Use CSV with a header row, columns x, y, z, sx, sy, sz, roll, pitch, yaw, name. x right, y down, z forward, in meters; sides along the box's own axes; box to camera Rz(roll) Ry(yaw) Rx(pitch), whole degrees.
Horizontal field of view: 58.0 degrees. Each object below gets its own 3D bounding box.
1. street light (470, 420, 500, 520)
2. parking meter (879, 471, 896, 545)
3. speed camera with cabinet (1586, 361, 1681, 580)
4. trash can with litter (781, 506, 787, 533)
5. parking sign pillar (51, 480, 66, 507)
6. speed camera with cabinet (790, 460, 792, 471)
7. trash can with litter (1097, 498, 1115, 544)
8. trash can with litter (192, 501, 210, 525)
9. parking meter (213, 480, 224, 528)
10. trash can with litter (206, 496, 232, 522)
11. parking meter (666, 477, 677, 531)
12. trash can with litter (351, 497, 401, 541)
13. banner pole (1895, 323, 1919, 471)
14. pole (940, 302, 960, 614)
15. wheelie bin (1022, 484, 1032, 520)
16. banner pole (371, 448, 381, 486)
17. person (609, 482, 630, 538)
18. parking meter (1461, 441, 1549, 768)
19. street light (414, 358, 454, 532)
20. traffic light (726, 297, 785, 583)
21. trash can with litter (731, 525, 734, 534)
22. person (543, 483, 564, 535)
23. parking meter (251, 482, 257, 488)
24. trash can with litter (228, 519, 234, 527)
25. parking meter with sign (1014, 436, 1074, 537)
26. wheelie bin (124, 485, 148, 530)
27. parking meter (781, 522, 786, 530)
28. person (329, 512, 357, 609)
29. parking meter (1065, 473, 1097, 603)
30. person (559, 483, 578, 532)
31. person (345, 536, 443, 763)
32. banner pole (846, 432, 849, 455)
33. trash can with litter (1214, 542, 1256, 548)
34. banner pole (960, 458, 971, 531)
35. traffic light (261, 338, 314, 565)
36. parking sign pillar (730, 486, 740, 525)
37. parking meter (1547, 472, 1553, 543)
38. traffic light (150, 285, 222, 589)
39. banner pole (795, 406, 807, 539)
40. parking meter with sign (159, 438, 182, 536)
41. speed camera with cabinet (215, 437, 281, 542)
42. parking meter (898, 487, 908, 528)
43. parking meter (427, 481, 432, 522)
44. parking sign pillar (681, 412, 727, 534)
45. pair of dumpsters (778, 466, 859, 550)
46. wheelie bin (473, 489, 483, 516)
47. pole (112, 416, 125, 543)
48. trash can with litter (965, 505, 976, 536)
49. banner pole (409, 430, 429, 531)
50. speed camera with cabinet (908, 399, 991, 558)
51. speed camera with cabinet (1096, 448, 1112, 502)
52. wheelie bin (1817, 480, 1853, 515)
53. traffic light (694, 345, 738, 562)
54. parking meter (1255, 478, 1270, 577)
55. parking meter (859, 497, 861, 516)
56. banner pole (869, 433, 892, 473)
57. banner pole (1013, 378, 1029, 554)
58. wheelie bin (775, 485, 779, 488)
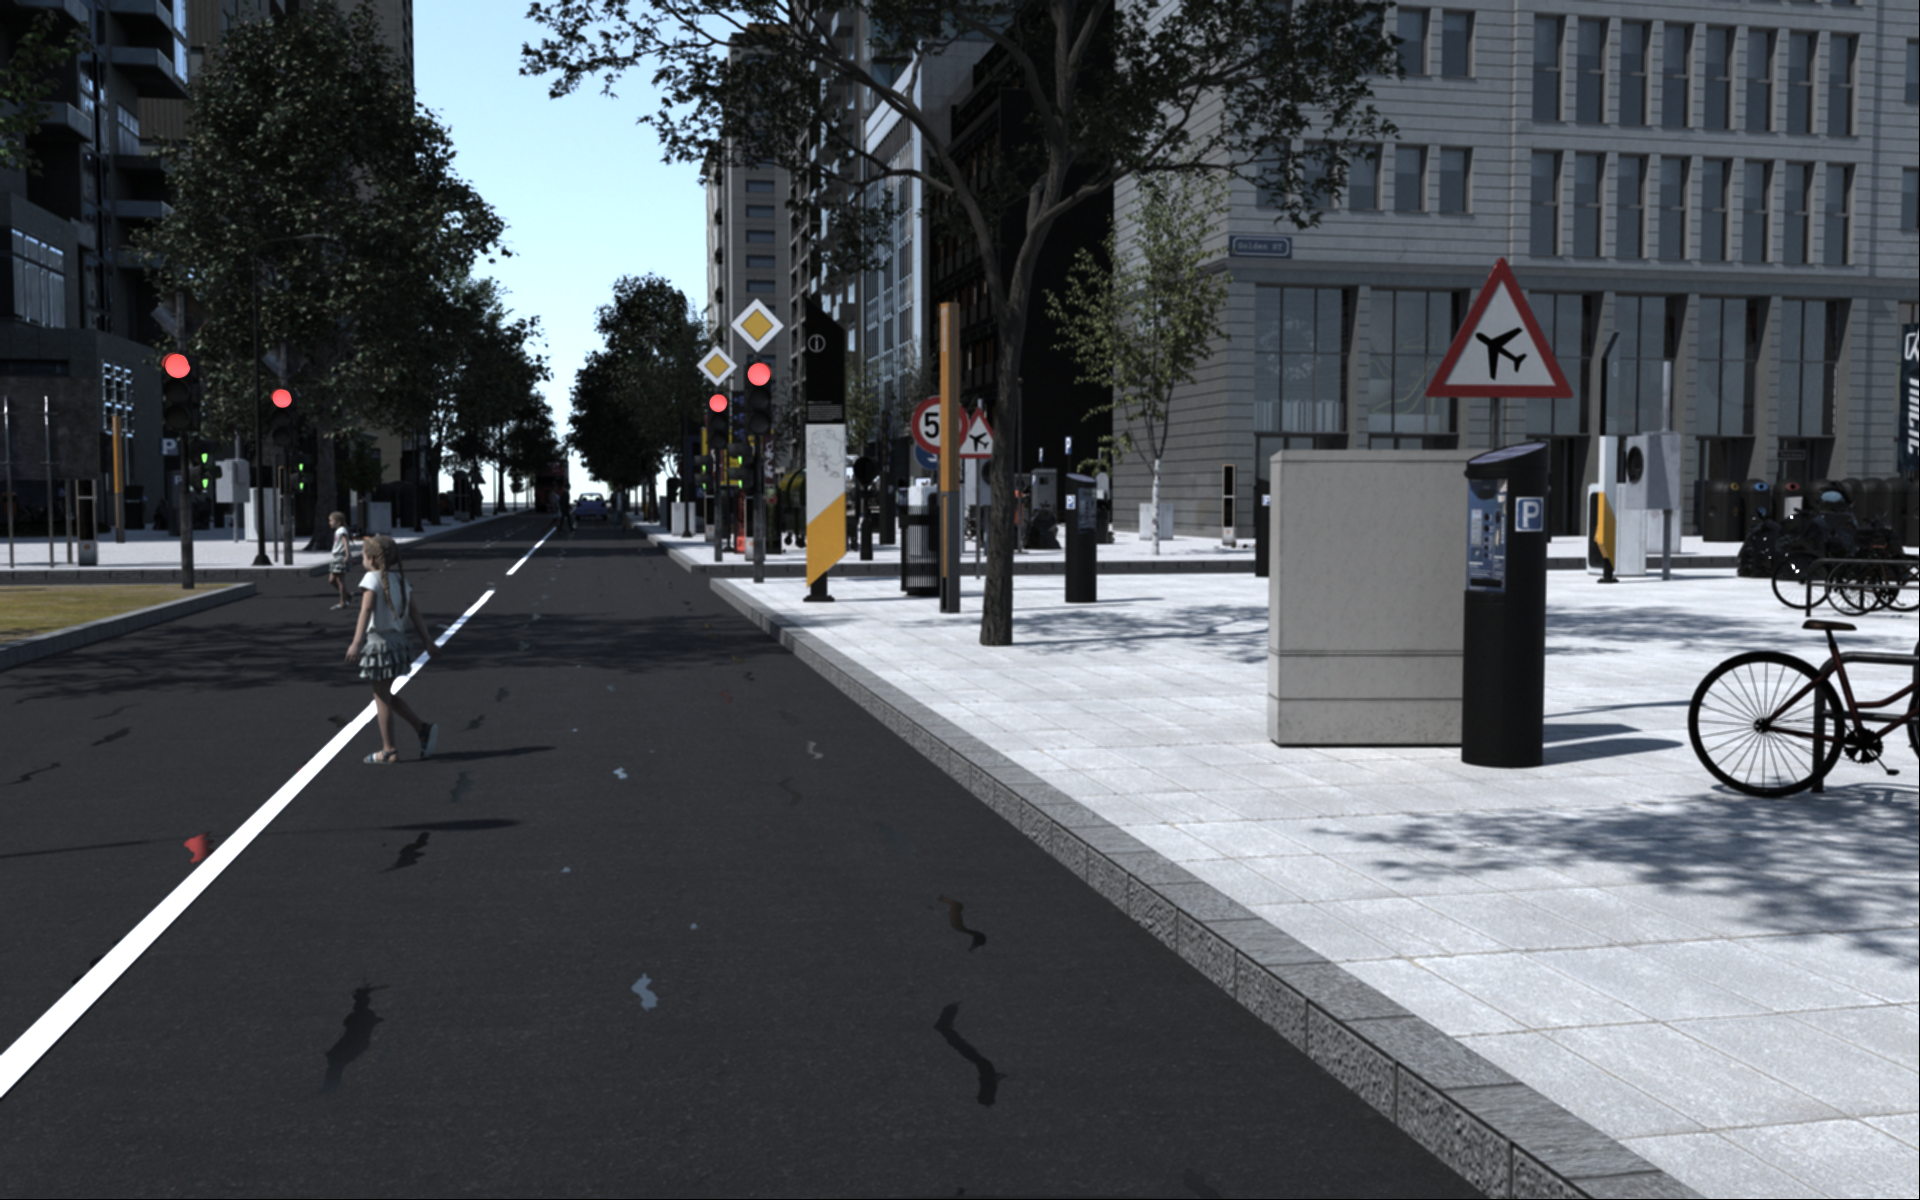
x,y,z,sx,sy,sz,roll,pitch,yaw,name
-23.472,-6.887,85.139,1.470,5.913,1.316,-1,4,-12,street light
-1.837,-2.340,43.962,0.255,1.863,0.399,3,5,42,parking meter
10.320,-1.972,26.581,0.660,3.252,2.038,0,4,-3,speed camera with cabinet
-6.352,-2.871,58.001,2.233,1.210,1.678,1,4,10,trash can with litter
-34.137,-4.724,65.702,1.447,3.967,1.447,-2,4,-33,parking sign pillar
-9.236,-6.434,99.525,0.660,3.252,2.038,-2,4,-31,speed camera with cabinet
3.614,-2.032,44.618,0.624,1.170,1.055,1,4,21,trash can with litter
-30.279,-3.489,68.433,0.624,1.170,1.055,2,4,35,trash can with litter
-28.134,-3.670,65.723,0.399,1.863,0.255,3,5,42,parking meter
-34.723,-4.234,80.288,1.678,1.210,2.233,-2,4,-25,trash can with litter
-10.012,-3.329,60.138,0.255,1.863,0.399,-2,4,-28,parking meter
-16.663,-2.281,48.355,1.678,1.210,2.233,-2,4,-31,trash can with litter
12.367,-1.965,22.144,0.401,3.779,0.863,-2,4,-27,banner pole
-0.107,-1.513,18.586,0.158,3.312,0.155,0,3,0,pole
2.150,-2.871,54.843,0.693,1.594,0.980,1,4,21,wheelie bin
-28.182,-5.692,83.073,0.863,3.779,0.401,-1,4,-15,banner pole
-11.057,-2.936,56.488,0.794,1.824,0.713,1,4,11,person
2.590,0.011,8.233,0.372,1.533,0.369,0,3,0,parking meter
-17.729,-5.252,58.419,1.470,5.913,1.316,-1,4,-12,street light
-2.928,-2.201,24.913,0.839,4.253,0.868,-1,4,-12,traffic light
-7.687,-2.720,55.853,1.055,1.170,0.624,0,4,-5,trash can with litter
-13.999,-3.120,59.614,0.778,1.811,0.616,0,4,-2,person
-34.323,-4.790,84.027,0.399,1.863,0.255,1,4,20,parking meter
-28.087,-3.454,67.860,0.624,1.170,1.055,2,4,29,trash can with litter
2.514,-3.413,52.069,1.738,3.016,0.543,-1,4,-17,parking meter with sign
-29.956,-3.359,62.834,0.980,1.594,0.693,-1,4,-13,wheelie bin
-6.396,-3.260,61.713,0.372,1.533,0.369,0,3,0,parking meter
-7.648,-0.493,21.572,0.382,1.210,0.505,-2,4,-35,person
1.432,-0.739,20.494,0.372,1.533,0.369,0,3,0,parking meter
-15.039,-3.553,66.372,0.755,1.850,0.659,-1,4,-12,person
-3.018,0.266,9.167,0.382,1.210,0.505,1,4,17,person
-4.147,-4.376,61.570,0.401,3.779,0.863,-2,4,-32,banner pole
7.176,-1.840,41.135,2.233,1.210,1.678,1,4,14,trash can with litter
0.129,-4.264,59.736,0.863,3.779,0.401,0,4,1,banner pole
-12.087,-2.580,31.111,0.839,4.253,0.868,-1,4,-12,traffic light
-9.001,-4.883,68.304,1.447,3.967,1.447,0,4,-4,parking sign pillar
15.327,-2.433,45.494,0.399,1.863,0.255,-2,4,-28,parking meter
-10.418,-2.103,23.301,0.839,4.253,0.868,-1,4,-12,traffic light
-4.378,-3.634,49.426,0.401,3.779,0.863,-3,5,-39,banner pole
-24.040,-3.475,53.085,0.543,3.016,1.738,-3,4,-36,parking meter with sign
-19.125,-3.201,46.666,0.660,3.252,2.038,1,4,17,speed camera with cabinet
-2.122,-3.451,64.842,0.372,1.533,0.369,0,3,0,parking meter
-24.344,-4.526,79.715,0.255,1.863,0.399,0,4,-2,parking meter
-8.506,-4.186,56.910,1.447,3.967,1.447,0,4,-7,parking sign pillar
-3.362,-2.387,41.525,1.574,2.255,4.437,-1,4,-12,pair of dumpsters
-29.001,-5.847,103.504,0.980,1.594,0.693,-3,5,-42,wheelie bin
-22.050,-3.152,45.385,0.158,3.312,0.155,0,3,0,pole
0.421,-2.589,53.380,1.678,1.210,2.233,-1,4,-18,trash can with litter
-19.076,-4.349,61.116,0.401,3.779,0.863,2,4,34,banner pole
-0.055,-2.519,35.521,2.038,3.252,0.660,-2,4,-33,speed camera with cabinet
5.954,-4.804,72.880,0.660,3.252,2.038,1,4,14,speed camera with cabinet
20.113,-1.953,39.835,0.693,1.594,0.980,1,4,14,wheelie bin
-4.598,-2.679,32.722,0.839,4.253,0.868,-1,4,-12,traffic light
4.774,-1.128,26.850,0.372,1.533,0.369,0,3,0,parking meter
-6.030,-5.712,101.801,0.372,1.533,0.369,0,3,0,parking meter
-3.164,-4.930,70.626,0.863,3.779,0.401,-1,4,-11,banner pole
1.122,-2.905,37.520,0.863,3.779,0.401,3,5,42,banner pole
-6.542,-3.379,63.155,0.693,1.594,0.980,-3,4,-39,wheelie bin
